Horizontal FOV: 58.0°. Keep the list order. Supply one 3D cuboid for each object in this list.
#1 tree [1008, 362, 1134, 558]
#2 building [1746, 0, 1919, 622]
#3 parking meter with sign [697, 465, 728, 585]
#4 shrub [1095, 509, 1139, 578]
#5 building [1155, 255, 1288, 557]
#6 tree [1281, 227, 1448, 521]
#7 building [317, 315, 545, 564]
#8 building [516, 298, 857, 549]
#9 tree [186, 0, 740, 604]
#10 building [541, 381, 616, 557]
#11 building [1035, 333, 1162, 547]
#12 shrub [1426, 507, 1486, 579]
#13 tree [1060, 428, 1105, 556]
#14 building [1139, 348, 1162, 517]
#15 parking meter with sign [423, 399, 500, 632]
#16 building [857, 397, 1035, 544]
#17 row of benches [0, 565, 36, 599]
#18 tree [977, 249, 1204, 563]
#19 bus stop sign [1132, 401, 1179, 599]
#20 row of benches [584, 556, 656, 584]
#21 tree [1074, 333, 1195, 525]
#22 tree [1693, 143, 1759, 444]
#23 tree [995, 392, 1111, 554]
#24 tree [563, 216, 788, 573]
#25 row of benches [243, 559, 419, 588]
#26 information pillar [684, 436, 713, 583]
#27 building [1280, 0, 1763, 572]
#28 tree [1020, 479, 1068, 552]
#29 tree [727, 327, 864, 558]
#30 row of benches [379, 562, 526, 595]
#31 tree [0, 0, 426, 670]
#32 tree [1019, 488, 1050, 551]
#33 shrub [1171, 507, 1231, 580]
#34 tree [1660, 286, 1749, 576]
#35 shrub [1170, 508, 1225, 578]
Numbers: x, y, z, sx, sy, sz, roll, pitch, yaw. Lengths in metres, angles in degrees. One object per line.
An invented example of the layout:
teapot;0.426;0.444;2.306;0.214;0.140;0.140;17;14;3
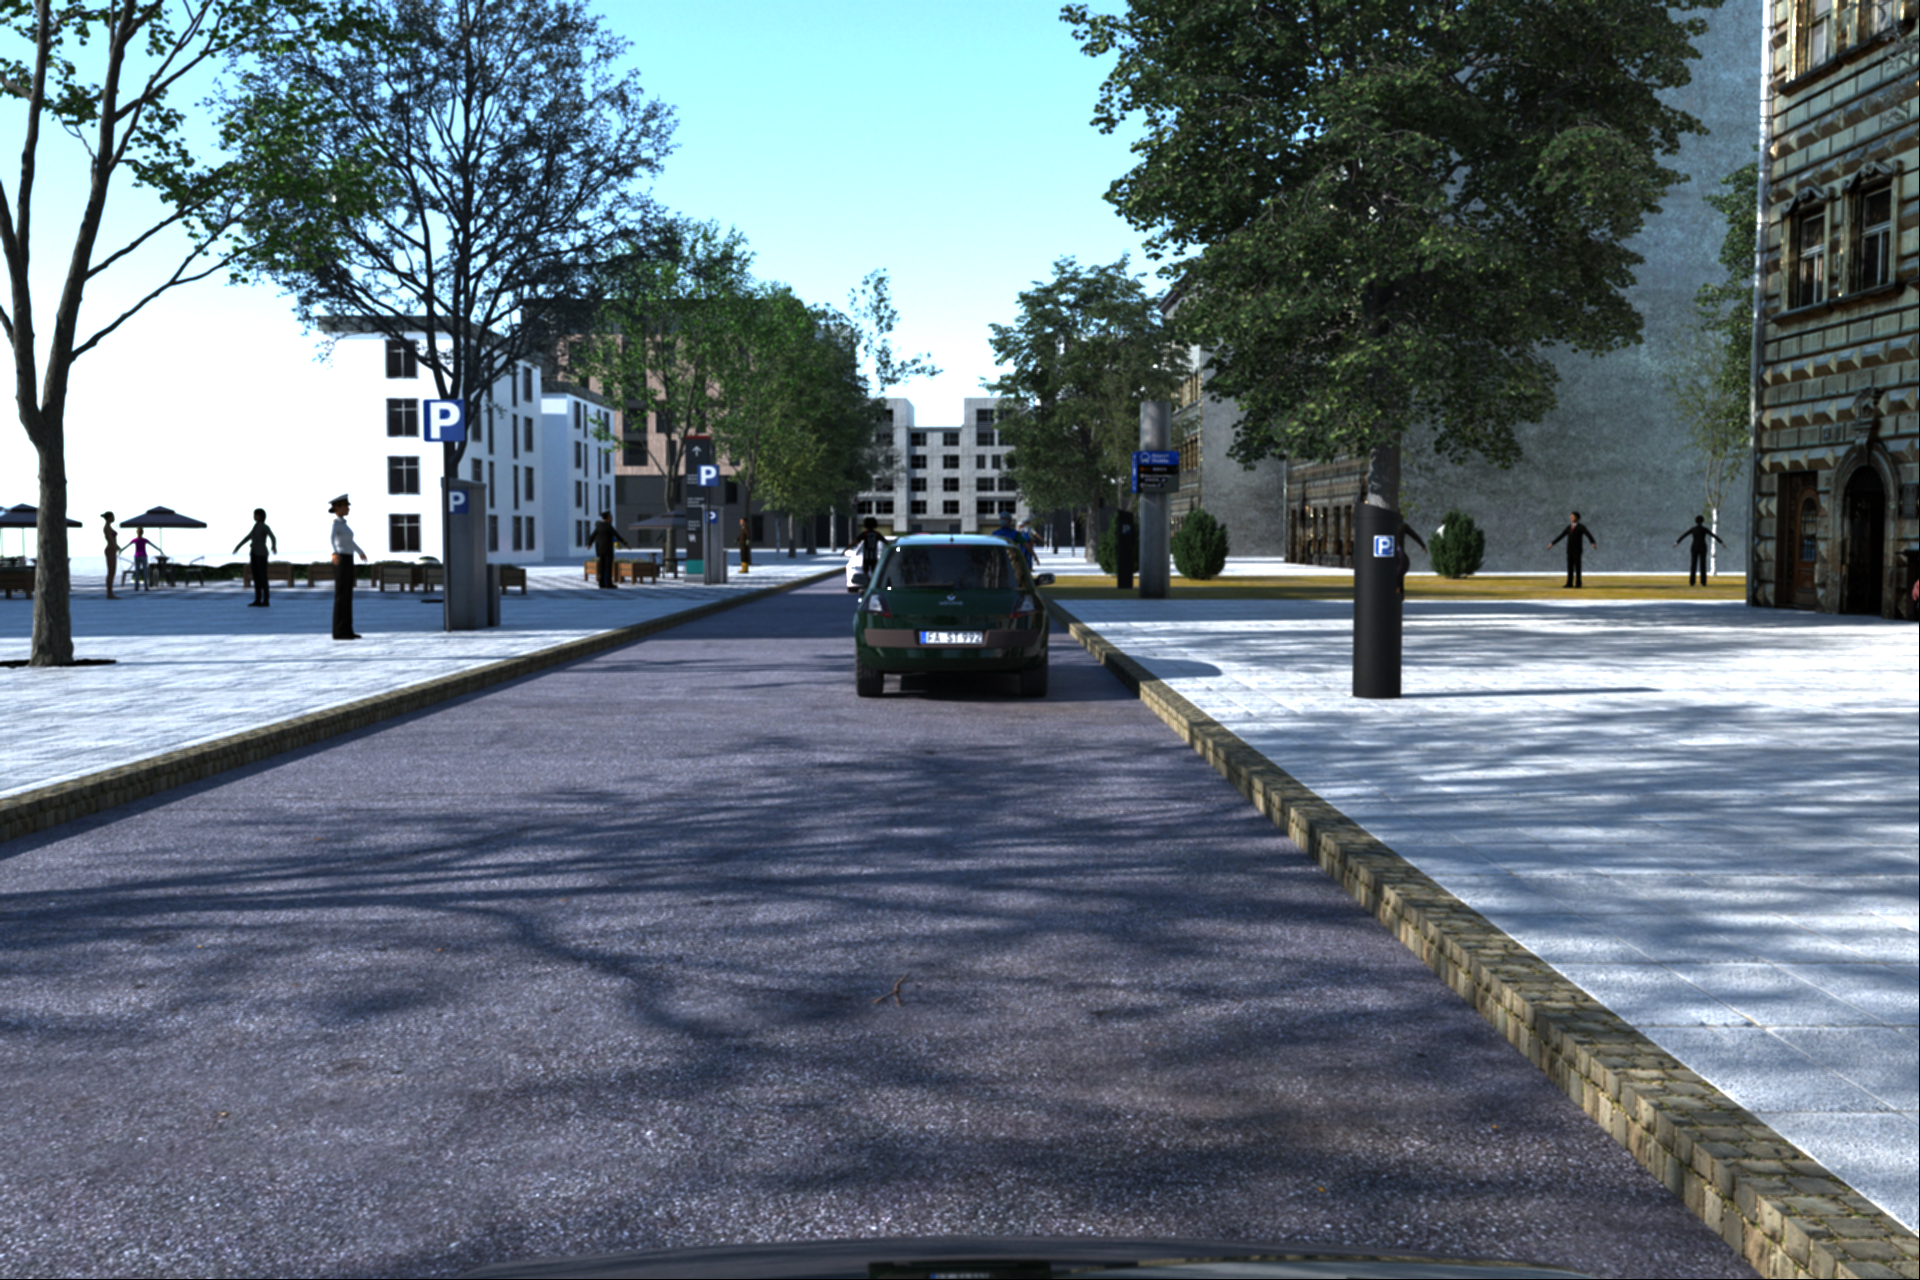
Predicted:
tree;6.638;-9.535;90.317;8.767;10.594;7.601;0;4;3
building;23.196;-11.622;20.954;19.493;23.208;18.063;0;4;0
parking meter with sign;-6.297;-2.944;44.392;0.543;3.016;1.738;0;4;2
shrub;4.781;-2.857;51.126;1.690;2.028;1.600;0;3;0
building;22.703;-16.821;105.945;19.493;23.208;18.063;0;4;0
tree;9.896;-5.483;40.001;4.360;8.622;3.978;0;3;0
building;-23.851;-8.469;80.623;9.099;9.664;28.070;0;4;0
building;-24.622;-19.735;166.649;27.936;21.610;32.646;0;4;-1
tree;-9.383;-7.442;32.047;12.009;13.543;11.850;0;3;0
building;-26.168;-10.217;109.196;9.099;9.664;28.070;0;4;-1
building;22.217;-21.320;192.557;27.936;21.610;32.646;0;4;0
shrub;14.144;-2.774;49.392;1.661;2.075;1.752;0;3;0
tree;6.321;-9.128;99.602;4.360;8.622;3.978;0;3;0
building;23.175;-19.351;172.803;16.016;20.090;11.380;0;4;0
parking meter with sign;-6.649;-1.655;23.324;0.543;3.016;1.738;0;4;1
building;0.789;-22.106;230.343;31.486;18.905;16.747;0;4;2
row of benches;-20.172;-1.179;34.734;4.104;0.672;1.422;1;4;14
tree;5.874;-10.422;77.059;9.857;13.997;8.962;0;3;0
bus stop sign;3.902;-2.790;34.636;0.837;3.901;0.837;0;4;-2
row of benches;-9.085;-1.867;45.991;1.422;0.672;4.104;-2;4;-29
tree;5.843;-6.968;64.282;4.360;8.622;3.978;0;3;0
tree;22.204;-8.189;40.546;9.857;13.997;8.962;0;3;0
tree;6.307;-10.831;111.507;8.767;10.594;7.601;-2;4;-24
tree;-9.441;-8.009;56.701;9.928;11.665;9.643;0;3;0
row of benches;-15.237;-1.611;41.802;4.104;0.672;1.422;-1;4;-14
information pillar;-6.901;-3.454;45.856;0.750;3.857;0.750;0;4;-1
building;23.513;-14.402;66.407;19.493;23.208;18.063;0;3;0
tree;6.402;-10.662;124.678;4.737;8.622;4.395;0;3;0
tree;-8.994;-10.720;93.403;7.486;12.596;7.792;0;3;0
row of benches;-11.007;-1.358;37.669;4.104;0.672;1.422;2;4;32
tree;-8.787;-5.546;16.440;9.928;11.665;9.643;0;3;0
tree;6.657;-11.071;131.371;4.360;8.622;3.978;0;3;0
shrub;6.697;-2.674;48.139;1.690;2.028;1.600;0;3;0
tree;22.641;-6.235;52.312;4.360;8.622;3.978;0;3;0
shrub;6.914;-2.847;50.591;1.661;2.075;1.752;0;3;0
